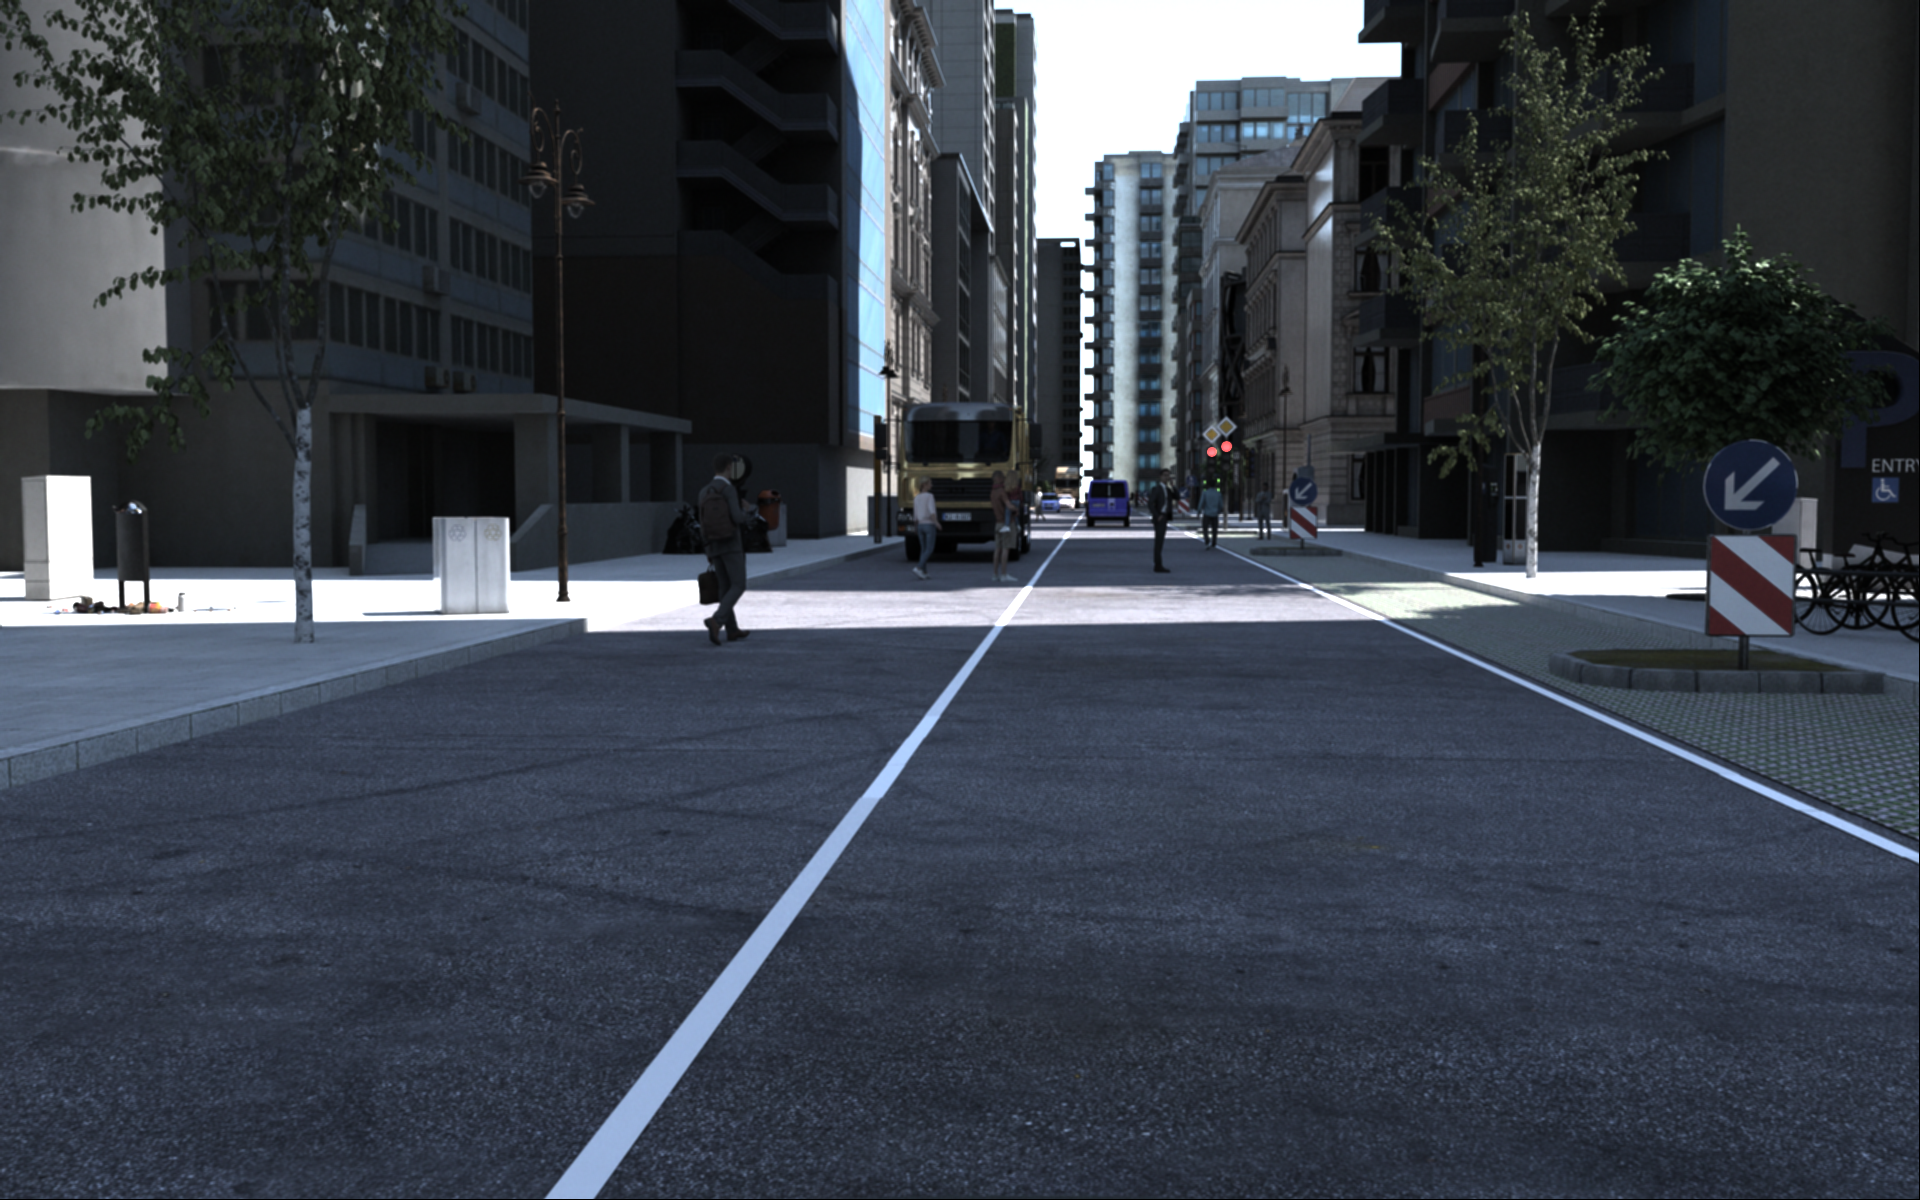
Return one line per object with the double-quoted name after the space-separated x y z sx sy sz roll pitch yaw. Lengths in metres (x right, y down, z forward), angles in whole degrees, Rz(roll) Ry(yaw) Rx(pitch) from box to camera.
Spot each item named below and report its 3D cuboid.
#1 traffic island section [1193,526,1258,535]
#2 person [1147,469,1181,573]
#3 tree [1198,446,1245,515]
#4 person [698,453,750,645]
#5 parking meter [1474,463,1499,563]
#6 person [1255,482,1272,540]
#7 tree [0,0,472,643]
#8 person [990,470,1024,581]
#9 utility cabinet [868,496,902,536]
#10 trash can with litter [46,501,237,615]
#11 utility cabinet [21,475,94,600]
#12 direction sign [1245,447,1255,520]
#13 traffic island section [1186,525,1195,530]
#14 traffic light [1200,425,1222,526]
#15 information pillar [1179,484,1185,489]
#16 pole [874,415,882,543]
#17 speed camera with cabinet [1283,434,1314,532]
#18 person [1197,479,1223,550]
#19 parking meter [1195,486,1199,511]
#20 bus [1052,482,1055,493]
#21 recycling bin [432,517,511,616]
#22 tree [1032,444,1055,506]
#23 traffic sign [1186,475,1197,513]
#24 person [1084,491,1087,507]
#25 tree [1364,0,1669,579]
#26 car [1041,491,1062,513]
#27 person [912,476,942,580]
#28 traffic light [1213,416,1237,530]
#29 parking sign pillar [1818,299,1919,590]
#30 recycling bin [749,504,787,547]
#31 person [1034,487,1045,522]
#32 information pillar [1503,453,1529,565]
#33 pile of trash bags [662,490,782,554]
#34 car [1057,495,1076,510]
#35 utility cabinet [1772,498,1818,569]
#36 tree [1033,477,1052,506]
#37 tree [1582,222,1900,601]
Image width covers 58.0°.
9.569 -2.450 62.340 2.009 0.180 2.903 0 4 5 "traffic island section"
3.767 -1.470 31.893 0.474 1.900 0.648 2 4 30 "person"
16.343 -7.517 106.625 4.285 4.588 4.351 0 3 0 "tree"
-2.299 -0.505 16.713 0.622 1.834 0.822 2 4 32 "person"
9.899 -1.643 32.569 0.255 1.863 0.399 -2 4 -30 "parking meter"
9.481 -2.777 54.089 0.511 1.800 0.466 1 4 18 "person"
-5.845 -3.946 14.883 4.737 8.622 4.395 0 3 0 "tree"
0.752 -1.225 28.510 0.580 1.828 0.573 1 4 16 "person"
-2.319 -2.587 53.467 1.020 1.237 0.306 1 4 14 "utility cabinet"
-9.201 -0.488 19.041 2.233 1.210 1.678 2 4 35 "trash can with litter"
-11.037 -0.765 21.184 0.318 1.500 1.173 0 4 -3 "utility cabinet"
14.147 -5.662 84.574 0.379 3.537 0.876 -1 4 -20 "direction sign"
10.205 -2.937 70.300 2.009 0.180 2.903 0 4 5 "traffic island section"
10.165 -4.971 70.189 0.839 4.253 0.868 0 4 5 "traffic light"
16.247 -7.486 126.883 0.304 2.012 0.304 -1 4 -18 "information pillar"
-2.138 -3.132 45.048 0.158 3.312 0.155 0 3 0 "pole"
11.301 -3.887 57.893 0.660 3.252 2.038 0 4 -2 "speed camera with cabinet"
6.459 -2.210 44.651 0.660 1.820 0.620 -1 4 -8 "person"
18.266 -7.806 133.346 0.255 1.863 0.399 0 4 -1 "parking meter"
12.156 -12.365 197.035 2.948 3.499 13.247 0 4 5 "bus"
-5.278 -0.376 18.702 0.722 1.027 0.722 -2 4 -23 "recycling bin"
7.844 -14.374 185.383 4.360 8.622 3.978 0 3 0 "tree"
15.604 -7.139 116.831 0.768 2.556 0.104 1 4 12 "traffic sign"
14.267 -11.487 196.332 0.705 1.822 1.348 -1 4 -11 "person"
8.617 -4.647 26.344 4.737 8.622 4.395 0 3 0 "tree"
6.942 -7.656 134.761 1.945 1.707 3.694 0 4 4 "car"
-0.589 -1.218 29.080 0.731 1.740 0.598 3 4 36 "person"
9.530 -4.484 62.229 0.839 4.253 0.868 0 4 5 "traffic light"
12.625 -2.157 23.736 1.447 3.967 1.447 1 4 10 "parking sign pillar"
-4.700 -1.810 42.140 0.722 1.027 0.722 2 4 27 "recycling bin"
4.167 -4.986 90.253 0.641 1.798 0.478 3 4 38 "person"
10.041 -1.640 31.299 0.304 2.012 0.304 -1 4 -21 "information pillar"
-4.953 -1.738 38.171 1.912 1.369 3.447 2 4 25 "pile of trash bags"
9.421 -8.820 156.573 2.083 1.381 4.827 0 4 4 "car"
14.245 -1.127 29.581 0.306 1.237 1.020 0 4 0 "utility cabinet"
8.683 -11.961 190.160 1.663 3.219 1.824 0 3 0 "tree"
9.387 -2.289 21.147 4.285 4.588 4.351 0 3 0 "tree"
